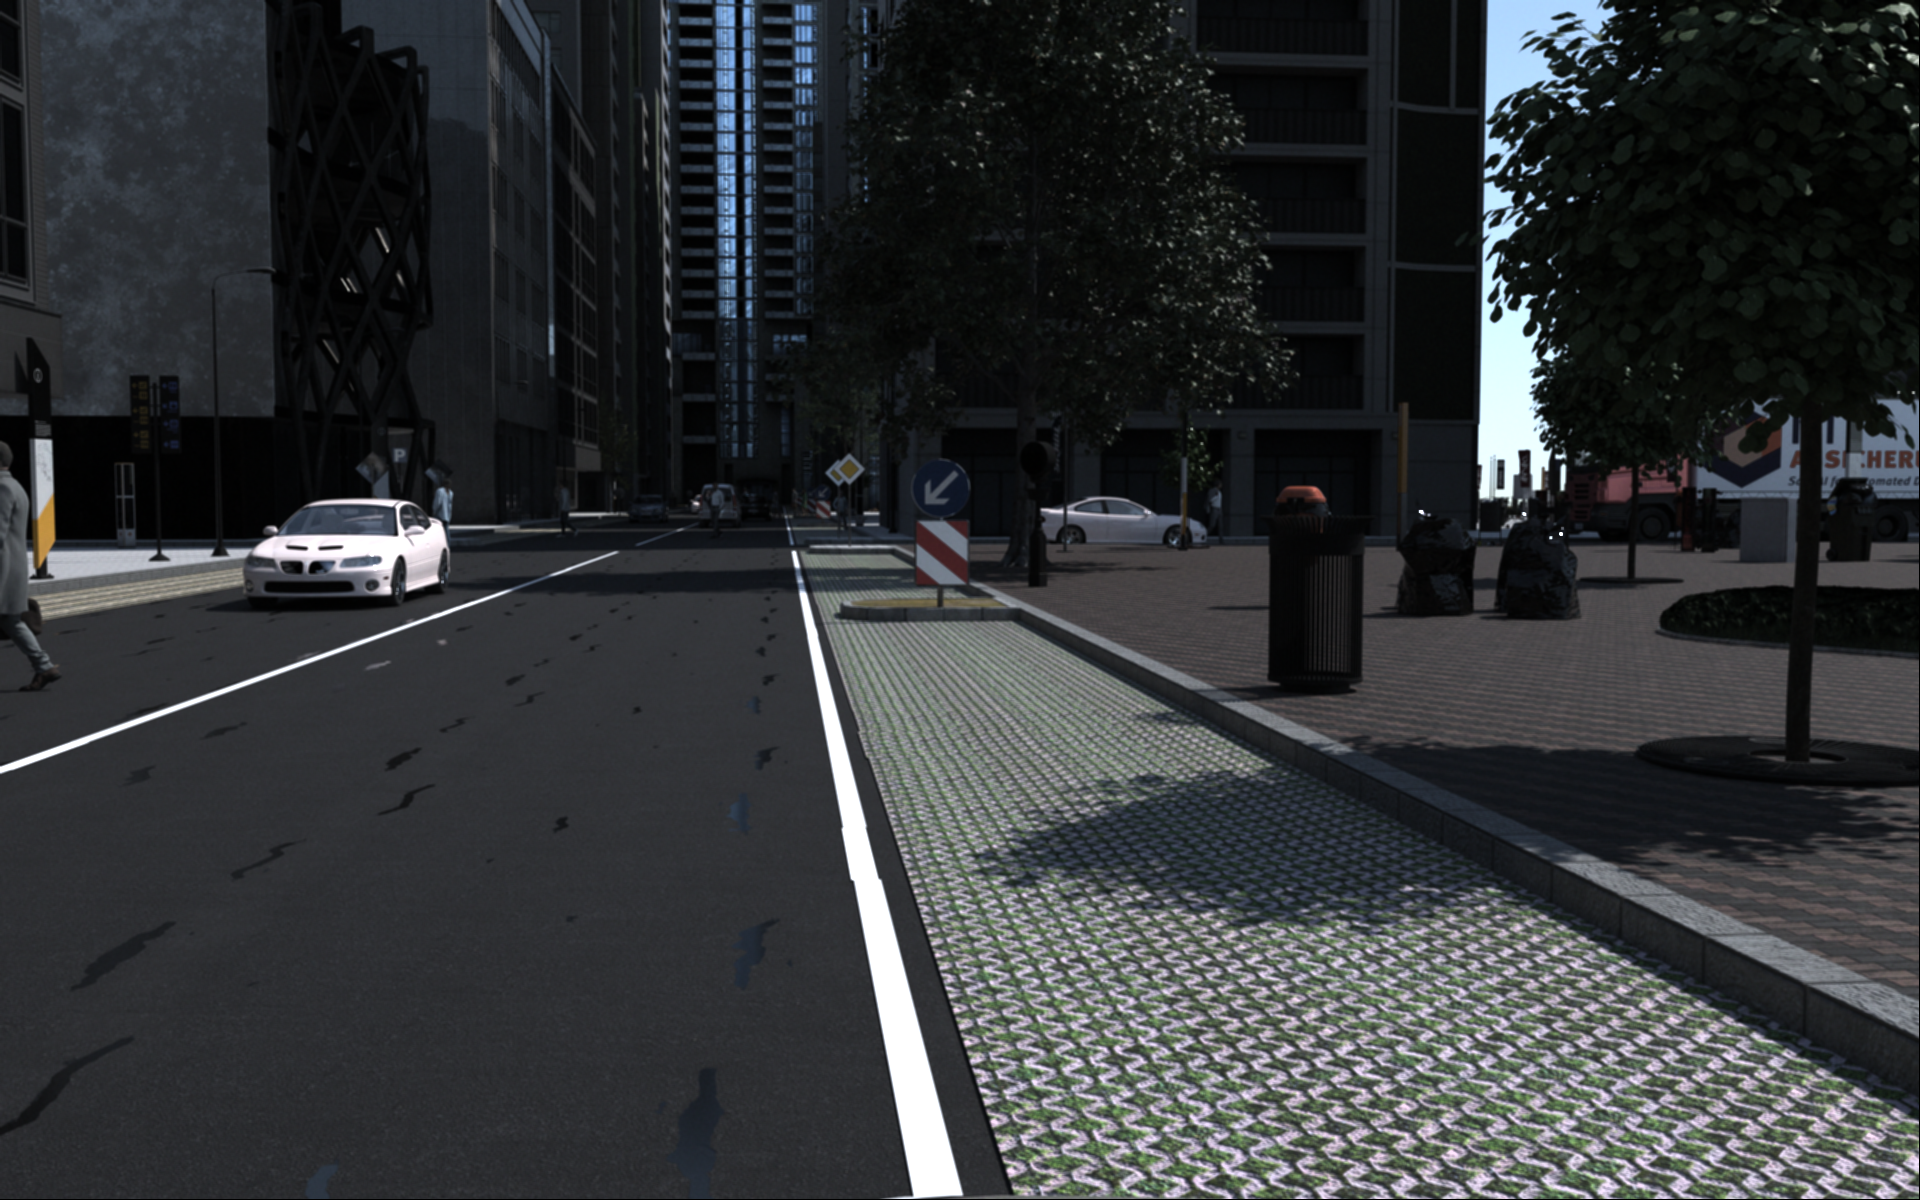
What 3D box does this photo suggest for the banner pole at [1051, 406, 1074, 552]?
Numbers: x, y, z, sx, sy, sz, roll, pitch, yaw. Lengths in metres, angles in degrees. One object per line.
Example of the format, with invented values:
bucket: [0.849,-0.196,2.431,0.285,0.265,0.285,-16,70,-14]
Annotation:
banner pole: [2.228,-2.963,38.467,0.401,3.779,0.863,-2,4,-27]

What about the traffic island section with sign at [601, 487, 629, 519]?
traffic island section with sign: [-19.720,-5.620,100.510,1.989,1.847,2.006,0,4,-6]

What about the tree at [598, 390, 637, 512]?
tree: [-24.360,-10.426,120.822,4.737,8.622,4.395,0,3,0]

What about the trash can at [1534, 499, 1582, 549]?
trash can: [11.908,-1.413,34.758,0.748,1.137,0.748,0,3,0]

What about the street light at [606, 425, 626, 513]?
street light: [-23.213,-8.835,116.987,1.470,5.913,1.316,0,4,-6]

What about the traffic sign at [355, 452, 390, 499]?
traffic sign: [-13.875,-2.282,40.953,0.795,2.450,0.064,0,4,-6]

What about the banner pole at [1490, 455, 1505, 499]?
banner pole: [34.337,-7.373,110.565,0.863,3.779,0.401,1,4,13]

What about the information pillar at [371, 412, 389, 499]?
information pillar: [-16.548,-3.555,49.471,0.504,3.616,0.183,0,4,4]

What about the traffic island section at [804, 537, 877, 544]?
traffic island section: [-3.486,-1.702,50.108,2.009,0.180,2.903,0,4,-6]

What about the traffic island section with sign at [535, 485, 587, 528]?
traffic island section with sign: [-16.949,-3.980,73.697,1.989,1.847,2.006,0,4,-6]

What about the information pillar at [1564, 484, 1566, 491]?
information pillar: [42.468,-7.140,121.224,0.304,2.012,0.304,1,4,8]

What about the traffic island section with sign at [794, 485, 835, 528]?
traffic island section with sign: [-6.018,-4.034,74.577,1.989,1.847,2.006,0,4,-6]

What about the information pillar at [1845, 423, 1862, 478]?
information pillar: [18.095,-2.675,35.099,0.504,3.616,0.183,-2,4,-35]

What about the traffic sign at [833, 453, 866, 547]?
traffic sign: [-2.688,-2.351,42.085,0.795,2.450,0.064,0,4,-6]

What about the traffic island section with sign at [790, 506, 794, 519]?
traffic island section with sign: [-8.790,-5.674,101.389,1.989,1.847,2.006,0,4,-6]

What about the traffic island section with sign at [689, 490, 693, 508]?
traffic island section with sign: [-27.761,-10.372,178.211,1.989,1.847,2.006,0,4,-6]

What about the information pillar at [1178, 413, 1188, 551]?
information pillar: [5.080,-2.933,39.309,0.183,3.616,0.504,0,4,1]

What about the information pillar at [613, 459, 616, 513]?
information pillar: [-23.085,-7.609,115.762,0.183,3.616,0.504,0,4,-6]

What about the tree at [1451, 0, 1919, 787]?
tree: [3.997,-1.489,8.058,4.285,4.588,4.351,0,3,0]

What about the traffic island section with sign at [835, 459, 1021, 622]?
traffic island section with sign: [-0.397,-0.712,20.265,1.989,1.847,2.006,0,4,-6]

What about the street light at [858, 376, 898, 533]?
street light: [-2.728,-5.132,56.450,1.470,5.913,1.316,0,4,-6]

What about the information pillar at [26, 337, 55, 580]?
information pillar: [-13.864,-2.127,26.127,0.183,3.616,0.504,0,4,1]

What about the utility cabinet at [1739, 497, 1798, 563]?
utility cabinet: [15.327,-1.326,32.843,0.306,1.237,1.020,-2,4,-28]

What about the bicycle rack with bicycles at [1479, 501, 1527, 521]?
bicycle rack with bicycles: [26.850,-4.314,83.914,2.852,0.926,2.925,-1,4,-14]

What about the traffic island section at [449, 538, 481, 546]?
traffic island section: [-14.719,-1.631,48.955,2.009,0.180,2.903,0,4,-6]

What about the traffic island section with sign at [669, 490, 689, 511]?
traffic island section with sign: [-24.937,-8.705,150.960,1.989,1.847,2.006,0,4,-6]

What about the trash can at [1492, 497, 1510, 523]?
trash can: [23.851,-3.959,76.391,0.748,1.137,0.748,0,3,0]

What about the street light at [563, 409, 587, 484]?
street light: [-20.970,-7.442,94.213,1.470,5.913,1.316,0,4,-6]

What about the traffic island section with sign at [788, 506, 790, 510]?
traffic island section with sign: [-14.002,-8.756,151.785,1.989,1.847,2.006,0,4,-6]

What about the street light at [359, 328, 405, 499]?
street light: [-16.221,-4.649,48.556,1.470,5.913,1.316,0,4,-6]

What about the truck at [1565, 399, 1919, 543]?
truck: [22.161,-3.640,48.426,11.283,4.237,2.839,0,4,-4]

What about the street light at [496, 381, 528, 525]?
street light: [-18.465,-6.042,71.331,1.470,5.913,1.316,0,4,-6]

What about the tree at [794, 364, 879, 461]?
tree: [-7.595,-11.614,115.646,9.928,11.665,9.643,0,3,0]

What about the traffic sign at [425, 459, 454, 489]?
traffic sign: [-14.696,-2.768,48.896,0.795,2.450,0.064,0,4,-6]

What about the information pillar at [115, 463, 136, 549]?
information pillar: [-19.717,-2.228,40.924,0.304,2.012,0.304,2,4,33]

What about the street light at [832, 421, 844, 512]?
street light: [-5.059,-6.524,79.215,1.470,5.913,1.316,0,4,-6]

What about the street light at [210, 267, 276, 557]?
street light: [-14.723,-3.857,35.602,1.470,5.913,1.316,0,4,-6]

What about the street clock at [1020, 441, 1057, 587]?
street clock: [1.079,-1.185,23.949,0.471,2.002,0.358,3,4,38]

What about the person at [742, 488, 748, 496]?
person: [-13.151,-5.920,105.481,0.721,1.800,0.419,2,4,33]

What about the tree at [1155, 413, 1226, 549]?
tree: [5.567,-2.852,41.224,1.663,3.219,1.824,0,3,0]

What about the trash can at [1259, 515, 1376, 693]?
trash can: [2.327,0.020,11.327,0.748,1.137,0.748,0,3,0]

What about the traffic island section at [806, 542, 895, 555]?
traffic island section: [-2.665,-1.216,42.165,2.009,0.180,2.903,0,4,-6]

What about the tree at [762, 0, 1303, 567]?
tree: [1.283,-6.954,30.712,9.611,12.733,9.660,0,3,0]

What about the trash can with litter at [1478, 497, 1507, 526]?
trash can with litter: [21.149,-3.510,68.779,1.055,1.170,0.624,2,4,34]

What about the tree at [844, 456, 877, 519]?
tree: [-5.379,-5.779,89.094,1.663,3.219,1.824,0,3,0]

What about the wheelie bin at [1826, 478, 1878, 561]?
wheelie bin: [17.104,-1.545,33.167,0.980,1.594,0.693,-1,4,-20]

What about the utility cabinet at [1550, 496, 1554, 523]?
utility cabinet: [24.084,-3.544,69.114,0.306,1.237,1.020,-3,5,-40]

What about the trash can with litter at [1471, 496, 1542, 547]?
trash can with litter: [13.433,-1.929,42.595,2.233,1.210,1.678,2,4,25]

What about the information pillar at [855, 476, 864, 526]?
information pillar: [-4.006,-3.950,69.080,0.304,2.012,0.304,-1,4,-9]

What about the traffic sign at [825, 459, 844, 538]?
traffic sign: [-3.509,-2.837,50.028,0.795,2.450,0.064,0,4,-6]

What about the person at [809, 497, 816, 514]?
person: [-10.741,-7.091,125.902,0.593,1.643,0.415,-1,4,-13]
